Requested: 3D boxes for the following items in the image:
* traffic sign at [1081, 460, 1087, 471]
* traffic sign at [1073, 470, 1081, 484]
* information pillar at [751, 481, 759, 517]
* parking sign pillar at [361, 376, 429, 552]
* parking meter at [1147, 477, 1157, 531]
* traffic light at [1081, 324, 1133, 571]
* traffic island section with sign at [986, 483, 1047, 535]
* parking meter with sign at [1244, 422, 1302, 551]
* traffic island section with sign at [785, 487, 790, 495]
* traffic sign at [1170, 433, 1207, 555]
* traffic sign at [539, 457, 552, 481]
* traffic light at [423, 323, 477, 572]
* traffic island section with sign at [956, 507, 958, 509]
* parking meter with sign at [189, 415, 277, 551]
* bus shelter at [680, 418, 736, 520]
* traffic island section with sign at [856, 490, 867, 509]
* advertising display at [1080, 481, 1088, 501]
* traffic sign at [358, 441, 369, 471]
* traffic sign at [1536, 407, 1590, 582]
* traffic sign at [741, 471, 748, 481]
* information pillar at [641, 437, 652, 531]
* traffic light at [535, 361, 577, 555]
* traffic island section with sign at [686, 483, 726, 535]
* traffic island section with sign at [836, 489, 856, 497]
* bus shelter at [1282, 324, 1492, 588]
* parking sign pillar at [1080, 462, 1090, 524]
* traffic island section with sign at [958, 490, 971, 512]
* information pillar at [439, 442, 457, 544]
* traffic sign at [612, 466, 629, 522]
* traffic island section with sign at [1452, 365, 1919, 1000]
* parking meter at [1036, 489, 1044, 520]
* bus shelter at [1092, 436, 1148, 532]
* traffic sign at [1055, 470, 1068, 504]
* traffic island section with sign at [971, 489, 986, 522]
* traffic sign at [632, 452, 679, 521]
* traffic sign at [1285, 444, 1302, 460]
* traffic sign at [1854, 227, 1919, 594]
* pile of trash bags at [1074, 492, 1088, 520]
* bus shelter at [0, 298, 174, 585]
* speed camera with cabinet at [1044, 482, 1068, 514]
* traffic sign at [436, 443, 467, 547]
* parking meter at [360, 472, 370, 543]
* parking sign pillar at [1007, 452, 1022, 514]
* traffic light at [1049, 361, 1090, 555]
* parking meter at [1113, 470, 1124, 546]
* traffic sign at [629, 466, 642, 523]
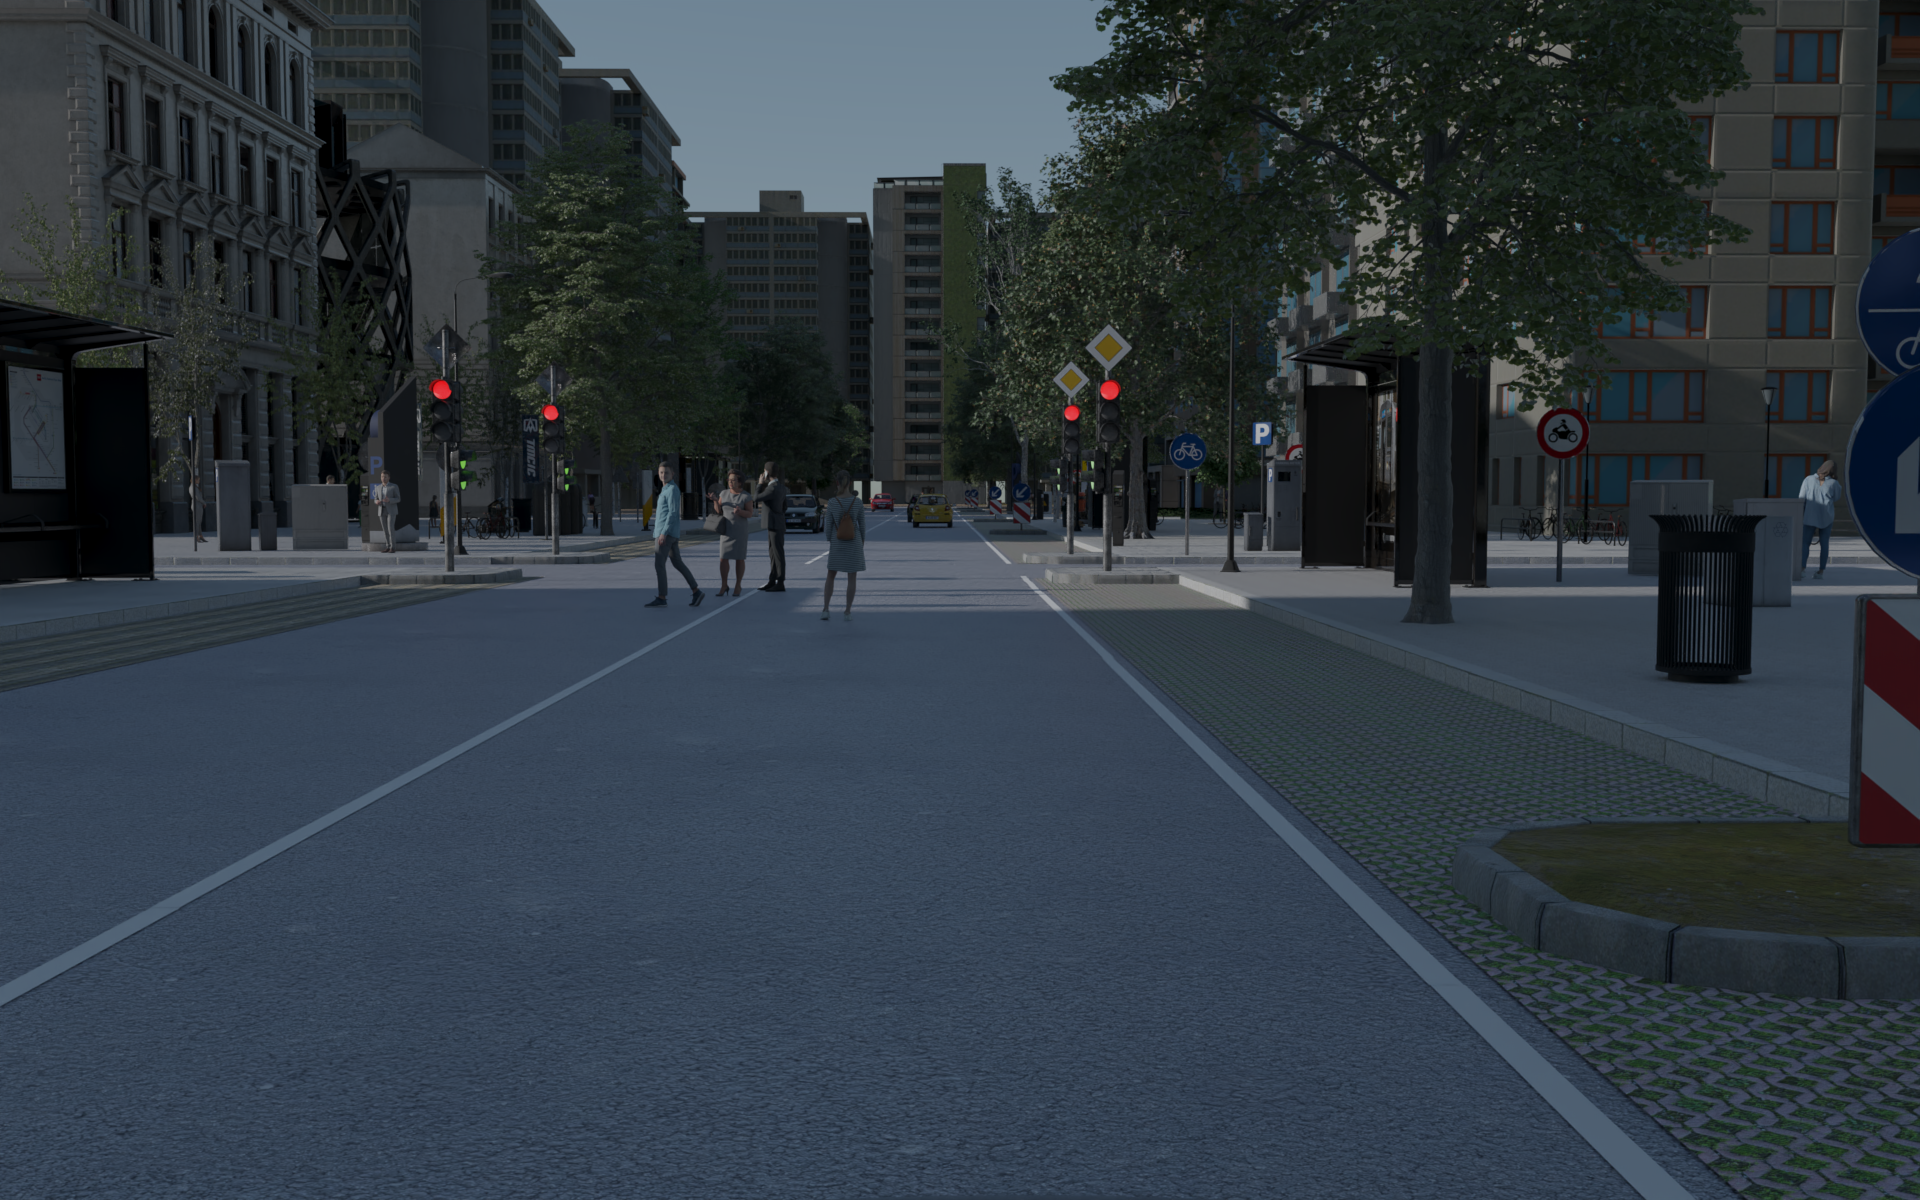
[{"bbox_3d":[7.297,-5.754,87.955,2.265,3.308,0.079,0,4,3],"label":"traffic sign"},{"bbox_3d":[6.043,-5.466,89.469,0.768,2.556,0.104,0,4,3],"label":"traffic sign"},{"bbox_3d":[-11.436,-5.626,96.477,0.304,2.012,0.304,2,4,31],"label":"information pillar"},{"bbox_3d":[-12.806,-3.100,39.152,1.447,3.967,1.447,1,4,16],"label":"parking sign pillar"},{"bbox_3d":[6.684,-3.359,60.635,0.255,1.863,0.399,-2,4,-24],"label":"parking meter"},{"bbox_3d":[2.432,-2.434,28.711,0.839,4.253,0.868,0,4,-1],"label":"traffic light"},{"bbox_3d":[2.041,-3.228,61.406,1.989,1.847,2.006,0,4,-1],"label":"traffic island section with sign"},{"bbox_3d":[7.299,-2.614,39.005,1.738,3.016,0.543,0,4,-5],"label":"parking meter with sign"},{"bbox_3d":[-8.932,-4.869,88.228,1.989,1.847,2.006,0,4,-1],"label":"traffic island section with sign"},{"bbox_3d":[4.752,-2.206,36.177,0.768,2.556,0.104,0,4,0],"label":"traffic sign"},{"bbox_3d":[-14.244,-3.608,59.090,0.768,2.556,0.104,0,4,7],"label":"traffic sign"},{"bbox_3d":[-8.428,-2.424,28.551,0.839,4.253,0.868,0,4,-1],"label":"traffic light"},{"bbox_3d":[0.656,-9.598,165.558,1.989,1.847,2.006,0,4,-1],"label":"traffic island section with sign"},{"bbox_3d":[-16.364,-2.615,39.024,1.738,3.016,0.543,-2,4,-30],"label":"parking meter with sign"},{"bbox_3d":[-13.101,-6.810,88.967,2.179,5.291,8.768,0,4,-1],"label":"bus shelter"},{"bbox_3d":[-9.971,-9.638,166.212,1.989,1.847,2.006,0,4,-1],"label":"traffic island section with sign"},{"bbox_3d":[6.357,-4.912,85.525,0.974,1.923,0.123,-2,4,-24],"label":"advertising display"},{"bbox_3d":[-13.689,-2.468,40.459,0.768,2.556,0.104,0,4,6],"label":"traffic sign"},{"bbox_3d":[8.768,-1.539,25.270,0.768,2.556,0.104,0,4,4],"label":"traffic sign"},{"bbox_3d":[-12.538,-6.100,99.469,0.795,2.593,0.064,0,4,7],"label":"traffic sign"},{"bbox_3d":[-10.881,-4.211,60.198,0.183,3.616,0.504,2,4,25],"label":"information pillar"},{"bbox_3d":[-8.534,-2.912,36.535,0.839,4.253,0.868,0,4,-1],"label":"traffic light"},{"bbox_3d":[-8.578,-3.220,61.275,1.989,1.847,2.006,0,4,-1],"label":"traffic island section with sign"},{"bbox_3d":[-9.615,-7.990,139.259,1.989,1.847,2.006,0,4,-1],"label":"traffic island section with sign"},{"bbox_3d":[6.417,-2.166,26.694,1.731,3.624,6.357,0,4,-1],"label":"bus shelter"},{"bbox_3d":[5.722,-5.233,74.036,1.447,3.967,1.447,0,4,1],"label":"parking sign pillar"},{"bbox_3d":[1.016,-7.950,138.605,1.989,1.847,2.006,0,4,-1],"label":"traffic island section with sign"},{"bbox_3d":[-13.193,-3.262,44.689,0.504,3.616,0.183,-1,4,-14],"label":"information pillar"},{"bbox_3d":[-15.580,-4.856,79.391,0.884,2.594,0.081,0,4,5],"label":"traffic sign"},{"bbox_3d":[2.785,0.172,5.820,1.989,1.847,2.006,0,4,-1],"label":"traffic island section with sign"},{"bbox_3d":[4.003,-4.791,86.749,0.372,1.533,0.369,0,3,0],"label":"parking meter"},{"bbox_3d":[5.342,-4.190,59.794,1.731,3.624,6.357,0,4,-1],"label":"bus shelter"},{"bbox_3d":[5.046,-5.190,84.955,0.768,2.556,0.104,0,4,7],"label":"traffic sign"},{"bbox_3d":[1.682,-4.880,88.421,1.989,1.847,2.006,0,4,-1],"label":"traffic island section with sign"},{"bbox_3d":[-14.713,-5.496,83.729,2.265,3.308,0.079,0,4,4],"label":"traffic sign"},{"bbox_3d":[8.581,-2.670,43.760,0.768,2.556,0.104,0,4,6],"label":"traffic sign"},{"bbox_3d":[4.635,-0.500,8.277,0.768,2.556,0.104,0,4,6],"label":"traffic sign"},{"bbox_3d":[6.132,-4.421,82.029,1.912,1.369,3.447,1,4,19],"label":"pile of trash bags"},{"bbox_3d":[-12.395,-1.913,22.555,1.731,3.624,6.357,0,4,-1],"label":"bus shelter"},{"bbox_3d":[5.967,-7.194,111.952,2.038,3.252,0.660,0,4,-3],"label":"speed camera with cabinet"},{"bbox_3d":[-12.195,-2.536,41.565,0.768,2.556,0.104,0,4,1],"label":"traffic sign"},{"bbox_3d":[-15.571,-2.440,45.603,0.255,1.863,0.399,1,4,15],"label":"parking meter"},{"bbox_3d":[3.689,-7.403,109.512,1.447,3.967,1.447,-1,4,-16],"label":"parking sign pillar"},{"bbox_3d":[2.326,-2.922,36.695,0.839,4.253,0.868,0,4,-1],"label":"traffic light"},{"bbox_3d":[3.891,-2.252,42.530,0.255,1.863,0.399,1,4,10],"label":"parking meter"},{"bbox_3d":[-14.424,-4.732,77.478,0.768,2.556,0.104,0,4,3],"label":"traffic sign"}]
